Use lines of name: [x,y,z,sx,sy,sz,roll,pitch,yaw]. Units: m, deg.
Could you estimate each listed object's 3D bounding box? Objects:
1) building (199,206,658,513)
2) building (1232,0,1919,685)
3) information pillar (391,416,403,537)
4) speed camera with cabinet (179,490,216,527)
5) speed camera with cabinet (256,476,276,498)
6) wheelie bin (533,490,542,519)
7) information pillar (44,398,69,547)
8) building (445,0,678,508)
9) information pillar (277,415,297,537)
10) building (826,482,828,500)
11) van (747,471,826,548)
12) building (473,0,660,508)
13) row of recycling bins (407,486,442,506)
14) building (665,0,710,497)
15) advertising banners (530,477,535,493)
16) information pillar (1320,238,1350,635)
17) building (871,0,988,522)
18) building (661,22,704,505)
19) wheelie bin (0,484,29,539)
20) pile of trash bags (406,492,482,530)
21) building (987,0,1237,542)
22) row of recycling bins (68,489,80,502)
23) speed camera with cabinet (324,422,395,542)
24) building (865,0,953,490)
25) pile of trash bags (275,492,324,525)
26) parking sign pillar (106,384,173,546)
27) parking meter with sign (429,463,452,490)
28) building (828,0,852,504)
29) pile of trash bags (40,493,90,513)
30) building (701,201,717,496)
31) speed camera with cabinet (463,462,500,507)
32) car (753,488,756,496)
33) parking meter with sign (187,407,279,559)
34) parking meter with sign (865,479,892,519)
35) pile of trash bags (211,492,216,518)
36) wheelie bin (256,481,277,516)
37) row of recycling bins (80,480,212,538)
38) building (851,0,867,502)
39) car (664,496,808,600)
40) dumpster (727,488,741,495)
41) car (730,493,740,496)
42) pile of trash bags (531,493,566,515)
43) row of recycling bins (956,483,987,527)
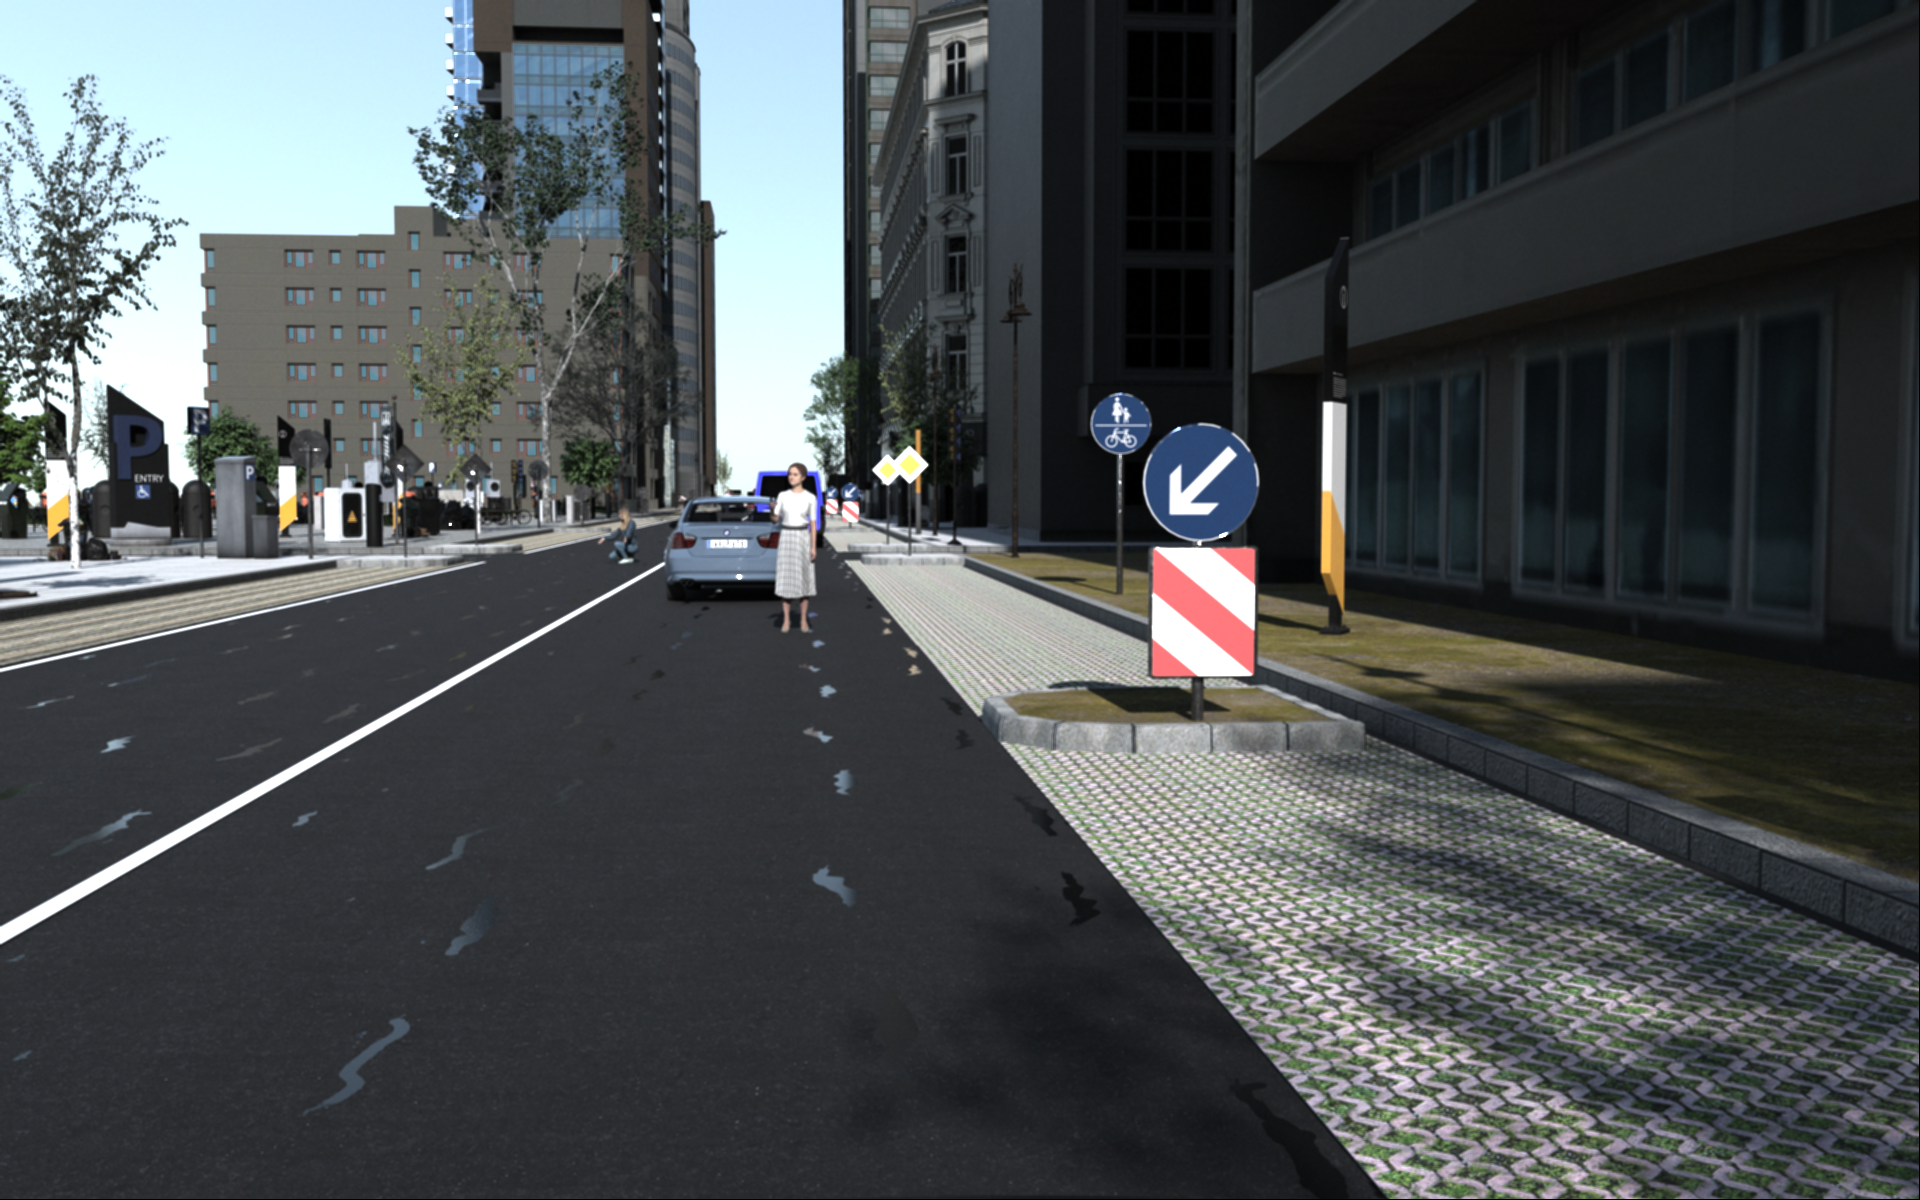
building: [-37.947,-17.470,130.672,27.650,21.520,28.899,0,4,-6]
building: [15.665,-23.925,14.878,21.300,48.544,21.600,0,4,-6]
information pillar: [-16.949,-3.722,52.204,0.504,3.616,0.183,3,4,38]
speed camera with cabinet: [-29.834,-4.533,68.445,2.038,3.252,0.660,-1,4,-22]
speed camera with cabinet: [-32.909,-5.308,81.129,0.660,3.252,2.038,1,4,13]
wheelie bin: [-21.975,-5.059,90.629,0.693,1.594,0.980,-1,4,-14]
information pillar: [-22.036,-3.112,42.230,0.504,3.616,0.183,-2,4,-26]
building: [-39.624,-52.651,173.521,22.319,86.520,31.000,0,4,-6]
information pillar: [-19.990,-3.675,51.440,0.504,3.616,0.183,-1,4,-12]
building: [-4.380,-35.144,266.487,32.217,40.220,23.993,0,4,-6]
van: [-4.780,-2.667,47.989,2.240,2.365,5.245,0,4,-6]
building: [-33.858,-30.737,152.658,14.600,45.320,14.200,0,4,-6]
row of recycling bins: [-28.448,-5.212,92.327,1.069,1.692,3.534,0,4,4]
building: [-45.128,-48.880,237.435,20.563,71.187,20.611,0,4,-6]
advertising banners: [-28.169,-7.333,116.076,0.090,3.025,2.074,2,4,27]
information pillar: [3.411,-1.492,15.751,0.183,3.616,0.504,2,4,28]
building: [4.546,-19.652,97.728,17.030,29.872,44.131,0,4,-6]
building: [-43.123,-41.069,213.475,21.231,58.520,28.212,0,4,-6]
wheelie bin: [-27.209,-2.561,49.787,0.980,1.594,0.693,2,4,35]
pile of trash bags: [-18.681,-3.171,61.601,1.912,1.369,3.447,1,4,19]
building: [13.442,-15.810,52.000,24.014,27.812,14.314,0,4,-6]
row of recycling bins: [-56.339,-6.469,112.873,3.534,1.692,1.069,-3,5,-42]
speed camera with cabinet: [-16.193,-3.210,46.821,0.660,3.252,2.038,2,4,30]
building: [-0.542,-27.814,138.359,14.154,41.232,14.086,0,4,-6]
pile of trash bags: [-27.805,-3.893,73.398,3.447,1.369,1.912,3,5,41]
parking sign pillar: [-20.370,-3.333,42.974,1.447,3.967,1.447,-3,5,-44]
parking meter with sign: [-28.649,-6.127,96.442,0.543,3.016,1.738,3,4,38]
building: [-6.299,-47.701,218.156,20.563,71.187,20.611,0,4,-6]
pile of trash bags: [-51.586,-5.491,99.536,3.447,1.369,1.912,2,4,24]
building: [-43.376,-37.065,256.128,14.600,45.320,14.200,0,4,-6]
speed camera with cabinet: [-29.556,-6.904,107.212,2.038,3.252,0.660,-3,4,-38]
car: [-10.501,-5.266,94.766,2.281,1.827,5.304,0,4,-4]
parking meter with sign: [-14.454,-2.342,34.549,1.738,3.016,0.543,1,4,15]
parking meter with sign: [-4.118,-5.676,89.057,0.543,3.016,1.738,3,5,45]
pile of trash bags: [-39.310,-5.188,94.576,3.447,1.369,1.912,-3,4,-36]
wheelie bin: [-17.496,-2.158,43.190,0.693,1.594,0.980,0,4,2]
row of recycling bins: [-23.585,-2.656,50.546,3.534,1.692,1.069,0,4,4]
building: [0.501,-37.755,159.292,21.231,58.520,28.212,0,4,-6]
car: [-3.182,-0.775,24.679,2.014,1.417,4.499,0,4,-4]
dumpster: [-31.596,-14.525,242.439,1.985,2.255,1.502,0,4,-7]
car: [-17.726,-7.653,134.904,2.009,1.686,4.222,0,4,-7]
pile of trash bags: [-24.075,-5.769,104.079,3.447,1.369,1.912,-2,4,-33]
row of recycling bins: [1.228,-3.708,67.734,3.534,1.692,1.069,-3,5,-42]
